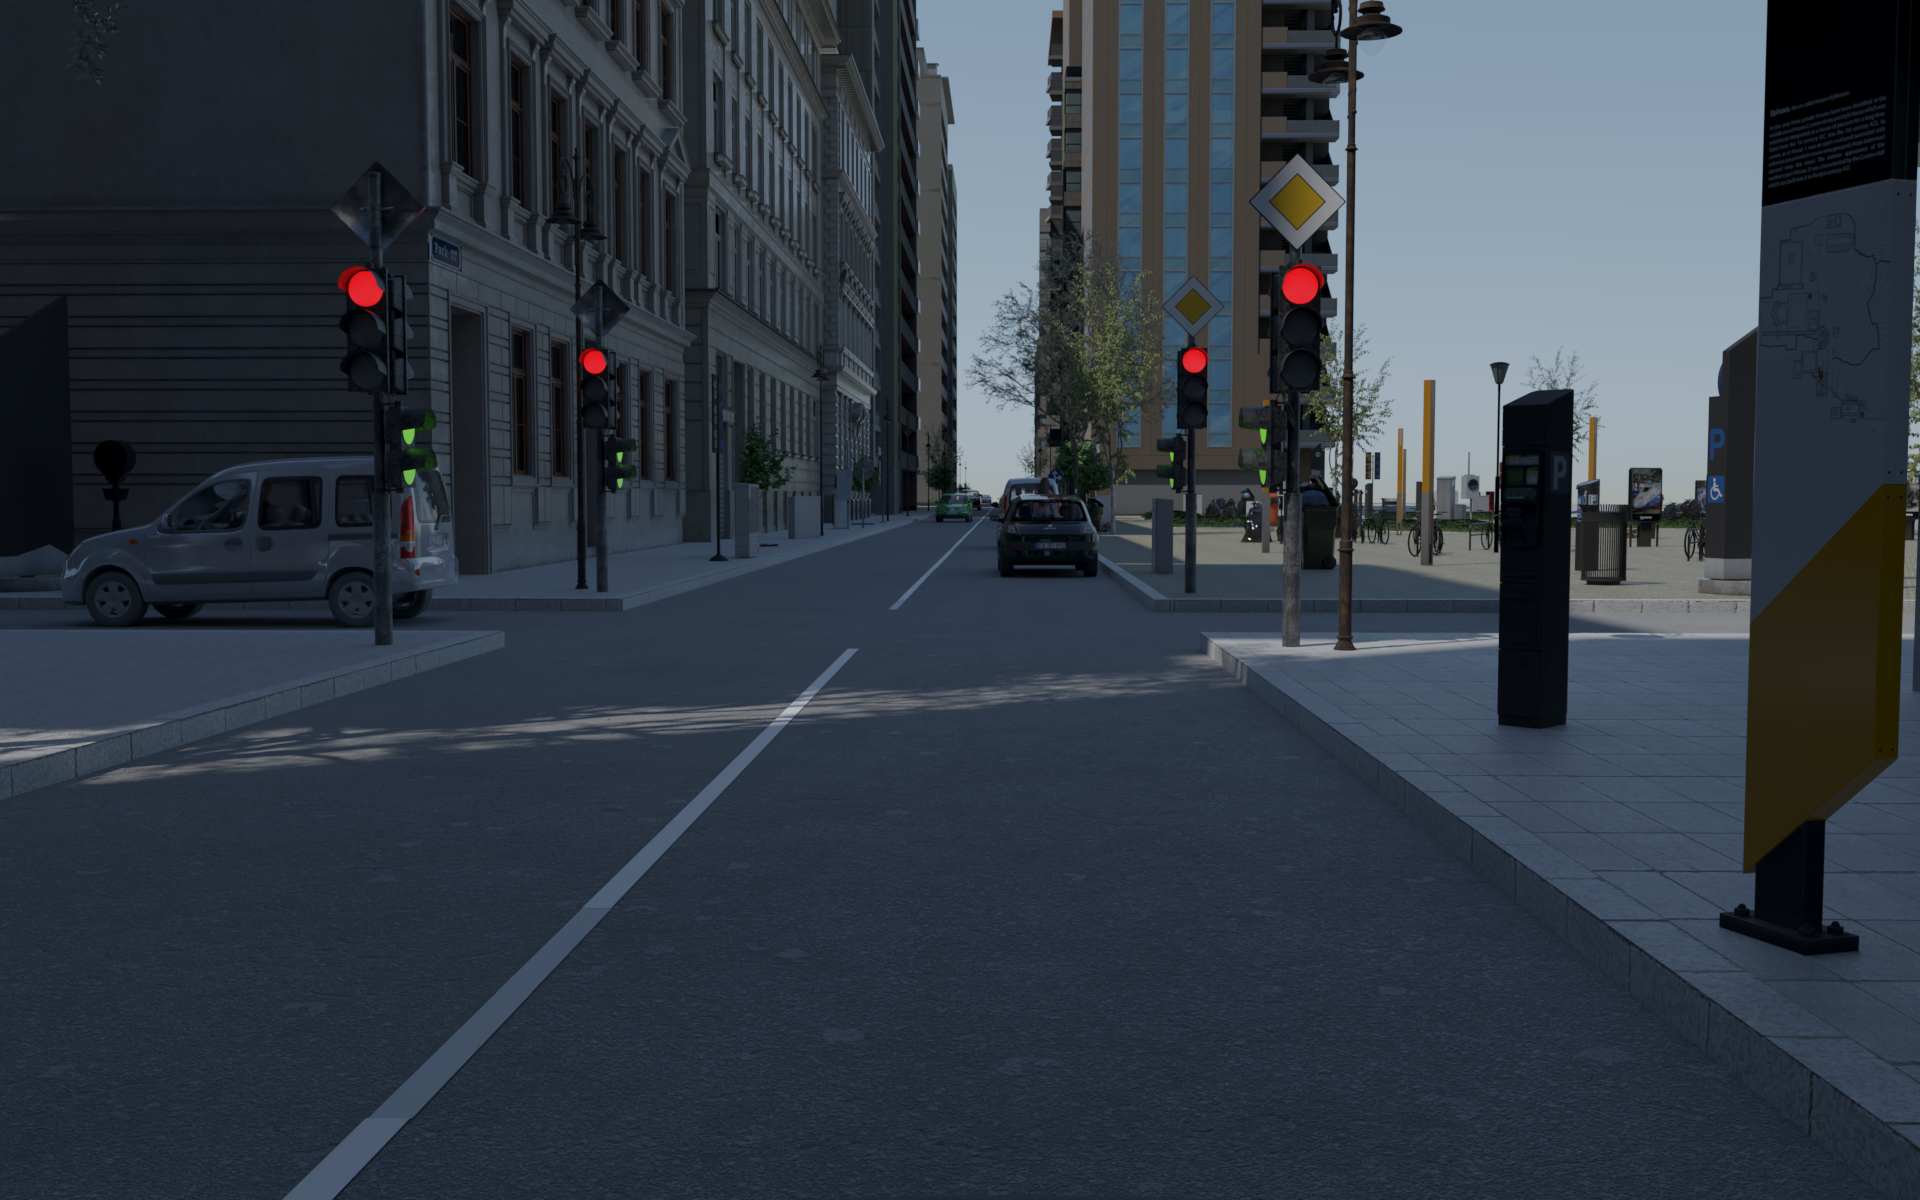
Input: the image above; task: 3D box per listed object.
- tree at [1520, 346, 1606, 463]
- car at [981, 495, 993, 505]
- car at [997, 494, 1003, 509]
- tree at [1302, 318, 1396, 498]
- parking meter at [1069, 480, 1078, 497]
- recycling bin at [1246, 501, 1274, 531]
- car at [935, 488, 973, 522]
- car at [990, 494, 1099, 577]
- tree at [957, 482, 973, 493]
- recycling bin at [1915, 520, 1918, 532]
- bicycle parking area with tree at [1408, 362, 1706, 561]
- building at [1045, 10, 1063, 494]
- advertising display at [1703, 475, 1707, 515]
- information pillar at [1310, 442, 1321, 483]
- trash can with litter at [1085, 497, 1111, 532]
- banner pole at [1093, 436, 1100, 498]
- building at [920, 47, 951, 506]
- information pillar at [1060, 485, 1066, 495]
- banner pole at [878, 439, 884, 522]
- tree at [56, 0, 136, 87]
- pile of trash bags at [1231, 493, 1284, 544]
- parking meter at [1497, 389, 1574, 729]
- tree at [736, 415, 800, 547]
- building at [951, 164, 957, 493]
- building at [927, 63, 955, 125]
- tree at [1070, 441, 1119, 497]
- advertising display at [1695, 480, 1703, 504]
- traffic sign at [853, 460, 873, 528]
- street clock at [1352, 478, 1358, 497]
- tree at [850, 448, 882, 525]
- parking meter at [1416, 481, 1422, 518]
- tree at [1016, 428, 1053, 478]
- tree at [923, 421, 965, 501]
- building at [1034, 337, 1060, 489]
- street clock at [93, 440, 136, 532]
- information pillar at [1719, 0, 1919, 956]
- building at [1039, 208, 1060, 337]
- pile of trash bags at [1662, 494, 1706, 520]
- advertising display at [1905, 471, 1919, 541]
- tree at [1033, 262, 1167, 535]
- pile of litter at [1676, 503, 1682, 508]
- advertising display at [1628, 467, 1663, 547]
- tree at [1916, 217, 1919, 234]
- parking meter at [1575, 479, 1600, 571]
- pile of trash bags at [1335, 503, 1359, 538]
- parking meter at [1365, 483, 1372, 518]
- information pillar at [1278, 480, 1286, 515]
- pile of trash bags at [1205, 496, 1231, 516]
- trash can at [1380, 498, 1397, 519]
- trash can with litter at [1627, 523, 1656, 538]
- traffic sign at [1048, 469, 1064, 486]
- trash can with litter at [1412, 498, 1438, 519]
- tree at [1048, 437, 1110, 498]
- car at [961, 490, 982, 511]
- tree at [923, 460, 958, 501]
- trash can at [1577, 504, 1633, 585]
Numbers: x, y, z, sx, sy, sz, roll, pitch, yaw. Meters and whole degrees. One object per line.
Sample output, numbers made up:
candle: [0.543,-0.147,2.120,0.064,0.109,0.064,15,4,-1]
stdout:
tree: [30.008,-8.369,87.189,4.360,8.622,3.978,0,3,0]
car: [3.355,-13.484,232.818,2.083,1.381,4.827,0,4,2]
car: [4.637,-9.693,168.267,2.009,1.686,4.222,0,4,1]
tree: [16.149,-7.527,73.427,4.737,8.622,4.395,0,3,0]
parking meter: [4.750,-4.086,72.510,0.255,1.863,0.399,2,4,30]
recycling bin: [10.393,-2.897,59.917,0.722,1.027,0.722,-2,4,-26]
car: [-0.292,-4.895,88.832,1.959,1.807,4.718,0,4,3]
car: [1.549,-1.323,31.416,2.009,1.686,4.222,0,4,0]
tree: [0.757,-15.425,246.793,1.663,3.219,1.824,0,3,0]
recycling bin: [32.690,-2.868,59.448,0.722,1.027,0.722,3,5,42]
bicycle parking area with tree: [14.068,-3.030,36.539,8.231,4.147,9.016,3,5,44]
building: [18.948,-30.736,157.163,22.147,44.769,28.867,0,4,2]
advertising display: [23.651,-2.990,54.105,0.123,1.923,0.974,-1,4,-13]
information pillar: [16.054,-5.309,78.159,0.504,3.616,0.183,0,4,-8]
trash can with litter: [4.715,-2.894,58.699,1.055,1.170,0.624,-3,4,-39]
banner pole: [5.697,-5.031,72.266,0.401,3.779,0.863,-1,4,-18]
building: [-12.348,-34.811,192.855,21.300,48.544,21.600,0,4,2]
information pillar: [5.702,-5.602,96.081,0.304,2.012,0.304,-1,4,-9]
banner pole: [-3.551,-5.381,77.998,0.401,3.779,0.863,1,4,17]
tree: [-6.154,-5.951,7.670,12.009,13.543,11.850,0,3,0]
pile of trash bags: [8.336,-2.205,45.812,1.912,1.369,3.447,1,4,13]
parking meter: [3.181,-0.237,9.582,0.399,1.863,0.255,-3,5,-45]
tree: [-5.015,-2.924,42.417,1.663,3.219,1.824,0,3,0]
building: [-11.357,-37.807,241.850,21.300,48.544,21.600,0,4,2]
building: [-15.325,-38.415,217.317,28.713,52.752,27.495,0,4,2]
tree: [4.569,-4.074,61.214,1.663,3.219,1.824,0,3,0]
advertising display: [34.163,-4.566,79.869,0.974,1.923,0.123,-3,5,-41]
traffic sign: [-3.658,-3.989,65.329,0.768,2.556,0.104,0,4,3]
street clock: [17.612,-4.477,77.774,0.358,2.002,0.471,-3,5,-41]
tree: [-4.118,-4.797,73.026,1.663,3.219,1.824,0,3,0]
parking meter: [21.055,-4.505,79.374,0.255,1.863,0.399,2,4,28]
tree: [8.272,-14.397,185.760,4.360,8.622,3.978,0,3,0]
tree: [-1.928,-13.562,172.102,4.360,8.622,3.978,0,3,0]
building: [22.787,-21.963,204.142,27.650,21.520,28.899,0,4,2]
street clock: [-11.347,-1.145,23.299,0.471,2.002,0.358,0,4,5]
information pillar: [2.410,-0.823,4.806,0.183,3.616,0.504,-1,4,-17]
building: [18.311,-34.586,249.077,14.154,41.232,14.086,0,4,2]
pile of trash bags: [31.698,-4.066,76.227,3.447,1.369,1.912,-2,4,-26]
advertising display: [26.224,-2.608,47.858,0.123,1.923,0.974,-1,4,-13]
tree: [4.630,-6.352,54.215,4.737,8.622,4.395,0,3,0]
pile of litter: [36.949,-4.582,88.881,1.719,0.858,1.176,3,5,42]
advertising display: [16.606,-2.250,41.996,0.974,1.923,0.123,-1,4,-23]
tree: [23.568,-5.552,41.146,4.737,8.622,4.395,0,3,0]
parking meter: [10.495,-1.257,28.971,0.372,1.533,0.369,0,3,0]
pile of trash bags: [10.620,-2.486,50.398,1.912,1.369,3.447,1,4,12]
parking meter: [21.648,-5.267,91.823,0.255,1.863,0.399,-1,4,-15]
information pillar: [16.608,-5.192,89.374,0.304,2.012,0.304,2,4,26]
pile of trash bags: [14.367,-4.973,91.065,1.912,1.369,3.447,3,5,39]
trash can: [15.640,-3.137,62.945,0.748,1.137,0.748,0,3,0]
trash can with litter: [19.541,-2.353,49.865,0.624,1.170,1.055,-3,4,-39]
traffic sign: [4.867,-5.364,87.807,0.768,2.556,0.104,0,4,4]
trash can with litter: [18.967,-3.638,70.872,1.055,1.170,0.624,-1,4,-17]
tree: [6.144,-6.534,90.545,4.285,4.588,4.351,0,3,0]
car: [0.847,-8.801,152.563,2.281,1.827,5.304,0,4,2]
tree: [-1.880,-11.198,166.807,4.285,4.588,4.351,0,3,0]
trash can: [9.107,-0.785,24.483,0.748,1.137,0.748,0,3,0]
